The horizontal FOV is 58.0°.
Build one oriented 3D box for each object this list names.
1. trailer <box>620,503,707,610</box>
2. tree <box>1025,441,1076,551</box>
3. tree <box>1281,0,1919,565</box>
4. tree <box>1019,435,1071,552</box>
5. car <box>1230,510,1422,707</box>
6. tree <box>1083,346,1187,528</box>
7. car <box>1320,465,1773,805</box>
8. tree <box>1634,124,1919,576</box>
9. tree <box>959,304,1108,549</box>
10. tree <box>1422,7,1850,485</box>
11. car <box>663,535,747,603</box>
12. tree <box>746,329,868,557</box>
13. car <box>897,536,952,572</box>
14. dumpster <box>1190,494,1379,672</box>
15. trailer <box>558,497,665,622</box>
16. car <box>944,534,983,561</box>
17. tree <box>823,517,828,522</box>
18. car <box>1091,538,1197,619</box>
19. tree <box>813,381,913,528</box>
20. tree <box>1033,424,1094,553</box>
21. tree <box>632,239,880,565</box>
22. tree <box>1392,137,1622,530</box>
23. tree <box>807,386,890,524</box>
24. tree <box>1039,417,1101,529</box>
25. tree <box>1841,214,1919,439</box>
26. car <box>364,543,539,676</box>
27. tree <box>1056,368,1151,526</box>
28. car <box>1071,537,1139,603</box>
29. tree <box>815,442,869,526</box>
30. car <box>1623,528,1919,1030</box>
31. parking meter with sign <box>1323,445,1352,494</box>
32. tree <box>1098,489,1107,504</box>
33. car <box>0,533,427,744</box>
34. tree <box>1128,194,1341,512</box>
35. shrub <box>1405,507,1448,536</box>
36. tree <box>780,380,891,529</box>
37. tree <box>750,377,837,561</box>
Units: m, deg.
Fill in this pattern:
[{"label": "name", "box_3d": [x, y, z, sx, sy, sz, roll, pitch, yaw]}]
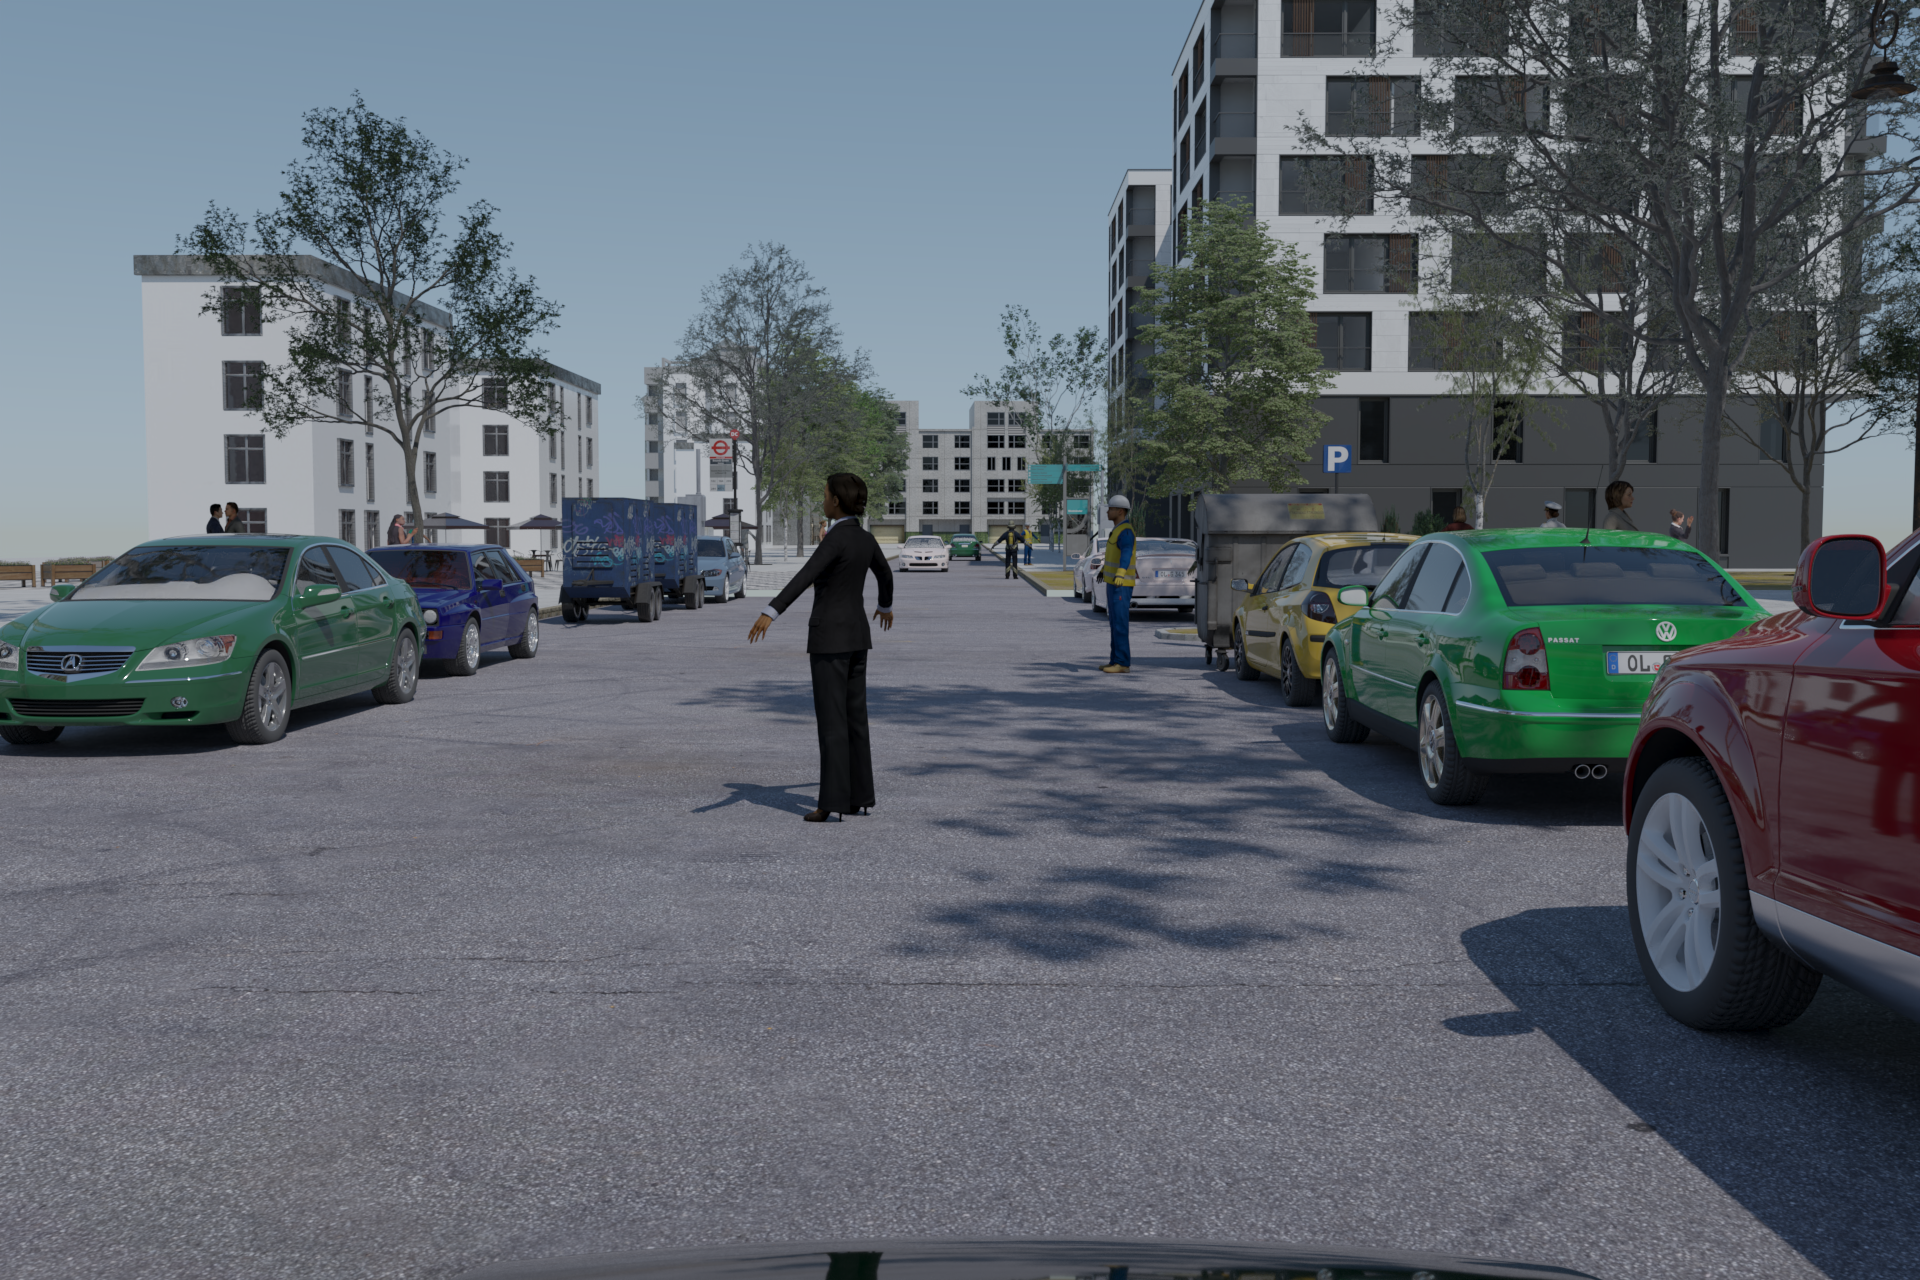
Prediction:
[{"label": "trailer", "box_3d": [-5.694, -1.551, 32.408, 1.471, 1.999, 3.904, 0, 4, 0]}, {"label": "tree", "box_3d": [7.007, -11.212, 133.685, 4.737, 8.622, 4.395, 0, 3, 0]}, {"label": "tree", "box_3d": [9.645, -6.827, 21.996, 12.009, 13.543, 11.850, 0, 3, 0]}, {"label": "tree", "box_3d": [6.555, -10.750, 126.129, 4.737, 8.622, 4.395, 0, 3, 0]}, {"label": "car", "box_3d": [3.558, -0.341, 15.796, 2.015, 1.641, 3.980, 0, 4, 0]}, {"label": "tree", "box_3d": [6.644, -7.200, 68.079, 4.360, 8.622, 3.978, 0, 3, 0]}, {"label": "car", "box_3d": [3.399, -0.105, 10.505, 1.959, 1.807, 4.718, 0, 4, 1]}, {"label": "tree", "box_3d": [25.781, -8.704, 52.688, 12.009, 13.543, 11.850, 0, 3, 0]}, {"label": "tree", "box_3d": [6.252, -17.637, 144.258, 12.611, 20.169, 13.585, 0, 3, 0]}, {"label": "tree", "box_3d": [15.587, -7.977, 40.786, 12.009, 13.543, 11.850, 0, 3, 0]}, {"label": "car", "box_3d": [-5.668, -1.553, 37.393, 2.014, 1.417, 4.499, 0, 4, 1]}, {"label": "tree", "box_3d": [-8.565, -10.861, 95.703, 7.486, 12.596, 7.792, 0, 3, 0]}, {"label": "car", "box_3d": [-1.364, -3.312, 66.512, 2.083, 1.381, 4.827, 0, 3, 0]}, {"label": "dumpster", "box_3d": [3.439, -0.628, 18.489, 1.865, 1.857, 1.264, 0, 4, 1]}, {"label": "trailer", "box_3d": [-5.696, -1.259, 27.636, 1.471, 1.999, 3.904, 0, 3, 0]}, {"label": "car", "box_3d": [0.206, -5.030, 94.034, 2.131, 1.459, 4.920, 0, 4, -1]}, {"label": "tree", "box_3d": [-20.050, -19.313, 233.899, 7.486, 12.596, 7.792, 0, 3, 0]}, {"label": "car", "box_3d": [3.368, -1.094, 30.248, 2.083, 1.381, 4.827, 0, 4, -1]}, {"label": "tree", "box_3d": [-8.467, -14.628, 145.828, 9.857, 13.997, 8.962, 0, 3, 0]}, {"label": "tree", "box_3d": [6.912, -10.152, 116.346, 4.737, 8.622, 4.395, 0, 3, 0]}, {"label": "tree", "box_3d": [-8.214, -9.852, 71.448, 12.009, 13.543, 11.850, 0, 3, 0]}, {"label": "tree", "box_3d": [9.738, -5.061, 33.117, 4.360, 8.622, 3.978, 0, 3, 0]}, {"label": "tree", "box_3d": [-8.855, -13.069, 131.811, 7.486, 12.596, 7.792, 0, 3, 0]}, {"label": "tree", "box_3d": [7.029, -9.671, 108.490, 4.360, 8.622, 3.978, 0, 3, 0]}, {"label": "tree", "box_3d": [24.665, -6.509, 40.835, 7.601, 10.594, 8.767, 0, 4, 3]}, {"label": "car", "box_3d": [-5.775, -0.374, 18.690, 1.945, 1.354, 3.894, 0, 3, 0]}, {"label": "tree", "box_3d": [6.821, -7.718, 76.559, 4.360, 8.622, 3.978, 0, 3, 0]}, {"label": "car", "box_3d": [3.488, -1.540, 37.538, 2.083, 1.381, 4.827, 0, 3, 0]}, {"label": "tree", "box_3d": [-8.207, -10.490, 121.880, 4.737, 8.622, 4.395, 0, 3, 0]}, {"label": "car", "box_3d": [3.108, 0.321, 3.417, 2.281, 1.827, 5.304, 0, 4, -1]}, {"label": "parking meter with sign", "box_3d": [7.355, -2.250, 33.056, 0.543, 3.016, 1.738, 0, 4, 0]}, {"label": "tree", "box_3d": [20.565, -17.245, 232.318, 4.737, 8.622, 4.395, 0, 3, 0]}, {"label": "car", "box_3d": [-5.592, -0.093, 13.315, 2.131, 1.459, 4.920, 0, 4, 0]}, {"label": "tree", "box_3d": [9.200, -8.587, 58.528, 7.486, 12.596, 7.792, 0, 3, 0]}, {"label": "shrub", "box_3d": [12.872, -2.652, 47.784, 1.690, 2.028, 1.600, 0, 3, 0]}, {"label": "tree", "box_3d": [-8.172, -11.227, 109.321, 9.928, 11.665, 9.643, 0, 3, 0]}, {"label": "tree", "box_3d": [-8.380, -7.980, 80.843, 4.360, 8.622, 3.978, 0, 3, 0]}]
